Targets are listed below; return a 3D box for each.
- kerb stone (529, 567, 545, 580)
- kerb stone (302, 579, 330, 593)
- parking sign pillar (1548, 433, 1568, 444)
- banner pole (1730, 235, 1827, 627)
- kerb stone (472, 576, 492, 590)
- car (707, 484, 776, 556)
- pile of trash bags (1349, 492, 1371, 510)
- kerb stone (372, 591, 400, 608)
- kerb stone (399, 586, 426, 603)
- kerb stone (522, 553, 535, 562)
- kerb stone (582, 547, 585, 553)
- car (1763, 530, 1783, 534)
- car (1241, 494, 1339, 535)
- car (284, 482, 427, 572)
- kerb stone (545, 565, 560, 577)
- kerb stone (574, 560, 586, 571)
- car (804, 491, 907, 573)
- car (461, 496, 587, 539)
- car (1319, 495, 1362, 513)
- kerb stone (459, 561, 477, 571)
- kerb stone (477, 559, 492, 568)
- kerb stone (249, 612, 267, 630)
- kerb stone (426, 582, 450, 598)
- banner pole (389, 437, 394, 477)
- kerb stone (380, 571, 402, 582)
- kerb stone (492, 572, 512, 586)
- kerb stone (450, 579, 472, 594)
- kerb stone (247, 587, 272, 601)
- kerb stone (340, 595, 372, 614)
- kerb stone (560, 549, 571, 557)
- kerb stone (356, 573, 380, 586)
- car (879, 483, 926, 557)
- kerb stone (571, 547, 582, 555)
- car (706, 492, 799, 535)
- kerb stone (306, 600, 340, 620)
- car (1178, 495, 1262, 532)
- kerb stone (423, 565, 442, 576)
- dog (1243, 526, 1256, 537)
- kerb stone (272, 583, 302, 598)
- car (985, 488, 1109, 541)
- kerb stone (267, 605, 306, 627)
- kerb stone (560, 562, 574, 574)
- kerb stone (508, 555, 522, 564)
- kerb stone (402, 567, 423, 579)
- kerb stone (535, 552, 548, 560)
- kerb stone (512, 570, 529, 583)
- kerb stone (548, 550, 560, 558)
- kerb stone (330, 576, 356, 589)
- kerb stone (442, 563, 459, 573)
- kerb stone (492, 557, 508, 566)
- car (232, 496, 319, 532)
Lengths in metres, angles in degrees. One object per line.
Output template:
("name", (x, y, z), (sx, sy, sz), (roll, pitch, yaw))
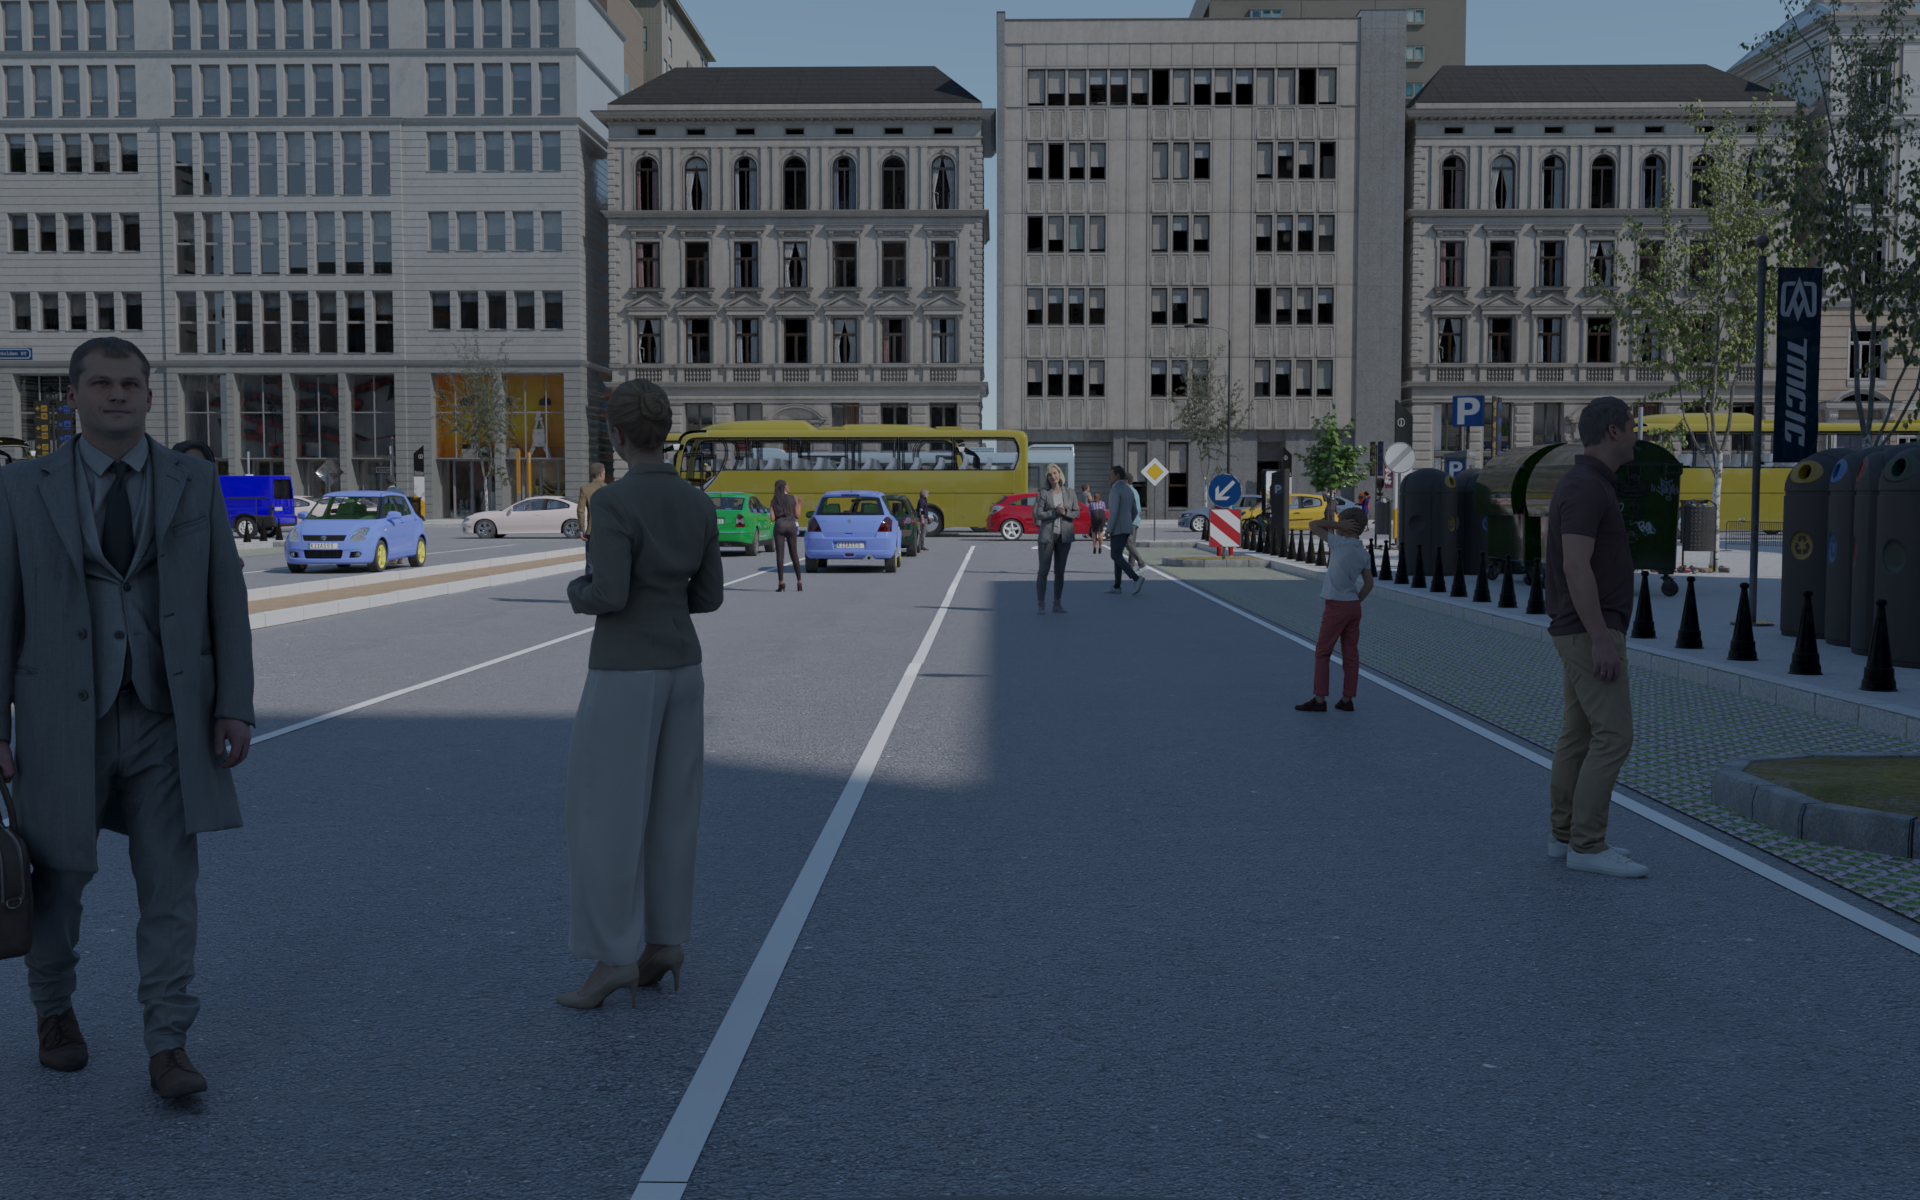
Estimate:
("kerb stone", (-7.271, -0.439, 29.380), (0.120, 0.150, 1.000), (0, 4, 1))
("kerb stone", (-9.471, -0.186, 25.236), (0.120, 0.150, 1.000), (0, 4, 1))
("parking sign pillar", (27.749, -5.522, 78.757), (1.447, 3.967, 1.447), (-2, 4, -35))
("banner pole", (7.985, -1.642, 16.864), (0.863, 3.779, 0.401), (0, 4, -6))
("kerb stone", (-7.348, -0.248, 26.288), (0.120, 0.150, 1.000), (0, 4, 1))
("car", (-5.497, -1.992, 41.359), (1.959, 1.807, 4.718), (0, 4, 3))
("pile of trash bags", (18.480, -4.539, 83.964), (3.447, 1.369, 1.912), (-2, 4, -28))
("kerb stone", (-7.435, 0.010, 22.187), (0.120, 0.150, 1.000), (0, 4, 1))
("kerb stone", (-7.411, -0.059, 23.212), (0.120, 0.150, 1.000), (0, 4, 1))
("kerb stone", (-9.215, -0.878, 36.546), (0.120, 0.150, 1.000), (0, 4, 1))
("kerb stone", (-9.096, -1.193, 41.698), (0.120, 0.150, 1.000), (0, 4, 1))
("car", (30.421, -3.011, 61.034), (4.920, 1.459, 2.131), (0, 4, 2))
("car", (11.338, -3.100, 60.915), (3.980, 1.641, 2.015), (0, 3, 0))
("car", (-11.404, -1.417, 32.759), (1.945, 1.707, 3.694), (0, 4, 0))
("kerb stone", (-7.250, -0.502, 30.405), (0.120, 0.150, 1.000), (0, 4, 1))
("kerb stone", (-7.209, -0.628, 32.460), (0.120, 0.150, 1.000), (0, 4, 1))
("car", (-1.989, -1.422, 32.837), (1.945, 1.707, 3.694), (0, 4, 0))
("car", (-13.738, -2.686, 56.276), (4.827, 1.381, 2.083), (0, 4, -1))
("car", (14.307, -3.581, 70.556), (4.499, 1.417, 2.014), (0, 4, 1))
("kerb stone", (-9.309, -0.620, 32.419), (0.120, 0.150, 1.000), (0, 4, 1))
("kerb stone", (-9.286, -0.685, 33.449), (0.120, 0.150, 1.000), (0, 4, 1))
("kerb stone", (-7.528, 0.258, 18.071), (0.120, 0.150, 1.000), (0, 4, 1))
("kerb stone", (-7.392, -0.122, 24.237), (0.120, 0.150, 1.000), (0, 4, 1))
("banner pole", (-24.729, -5.221, 75.379), (0.401, 3.779, 0.863), (0, 4, -8))
("kerb stone", (-9.405, -0.374, 28.318), (0.120, 0.150, 1.000), (0, 4, 1))
("kerb stone", (-7.316, -0.313, 27.320), (0.120, 0.150, 1.000), (0, 4, 1))
("kerb stone", (-7.363, -0.185, 25.263), (0.120, 0.150, 1.000), (0, 4, 1))
("kerb stone", (-9.509, -0.058, 23.184), (0.120, 0.150, 1.000), (0, 4, 1))
("kerb stone", (-7.460, 0.064, 21.162), (0.120, 0.150, 1.000), (0, 4, 1))
("kerb stone", (-9.147, -1.065, 39.625), (0.120, 0.150, 1.000), (0, 4, 1))
("kerb stone", (-9.415, -0.311, 27.292), (0.120, 0.150, 1.000), (0, 4, 1))
("car", (-1.819, -1.912, 41.050), (2.009, 1.686, 4.222), (0, 4, 1))
("kerb stone", (-9.126, -1.127, 40.669), (0.120, 0.150, 1.000), (0, 4, 1))
("car", (-6.801, -2.666, 53.184), (3.694, 1.707, 1.945), (0, 4, 2))
("kerb stone", (-7.482, 0.127, 20.130), (0.120, 0.150, 1.000), (0, 4, 1))
("car", (10.540, -3.294, 65.861), (4.499, 1.417, 2.014), (0, 4, 3))
("kerb stone", (-9.343, -0.500, 30.368), (0.120, 0.150, 1.000), (0, 4, 1))
("dog", (8.461, -1.960, 51.330), (0.540, 0.507, 0.406), (0, 4, 0))
("kerb stone", (-9.490, -0.122, 24.209), (0.120, 0.150, 1.000), (0, 4, 1))
("car", (3.028, -2.717, 53.461), (4.494, 1.783, 2.155), (0, 4, 1))
("kerb stone", (-7.502, 0.189, 19.100), (0.120, 0.150, 1.000), (0, 4, 1))
("kerb stone", (-7.229, -0.565, 31.434), (0.120, 0.150, 1.000), (0, 4, 1))
("kerb stone", (-9.232, -0.815, 35.520), (0.120, 0.150, 1.000), (0, 4, 1))
("kerb stone", (-9.364, -0.428, 29.343), (0.120, 0.150, 1.000), (0, 4, 1))
("kerb stone", (-9.194, -0.940, 37.571), (0.120, 0.150, 1.000), (0, 4, 1))
("kerb stone", (-7.292, -0.374, 28.346), (0.120, 0.150, 1.000), (0, 4, 1))
("kerb stone", (-9.161, -0.998, 38.597), (0.120, 0.150, 1.000), (0, 4, 1))
("kerb stone", (-9.441, -0.249, 26.267), (0.120, 0.150, 1.000), (0, 4, 1))
("kerb stone", (-9.336, -0.561, 31.393), (0.120, 0.150, 1.000), (0, 4, 1))
("kerb stone", (-9.257, -0.752, 34.488), (0.120, 0.150, 1.000), (0, 4, 1))
("car", (-25.489, -3.255, 65.583), (4.827, 1.381, 2.083), (0, 4, 3))
